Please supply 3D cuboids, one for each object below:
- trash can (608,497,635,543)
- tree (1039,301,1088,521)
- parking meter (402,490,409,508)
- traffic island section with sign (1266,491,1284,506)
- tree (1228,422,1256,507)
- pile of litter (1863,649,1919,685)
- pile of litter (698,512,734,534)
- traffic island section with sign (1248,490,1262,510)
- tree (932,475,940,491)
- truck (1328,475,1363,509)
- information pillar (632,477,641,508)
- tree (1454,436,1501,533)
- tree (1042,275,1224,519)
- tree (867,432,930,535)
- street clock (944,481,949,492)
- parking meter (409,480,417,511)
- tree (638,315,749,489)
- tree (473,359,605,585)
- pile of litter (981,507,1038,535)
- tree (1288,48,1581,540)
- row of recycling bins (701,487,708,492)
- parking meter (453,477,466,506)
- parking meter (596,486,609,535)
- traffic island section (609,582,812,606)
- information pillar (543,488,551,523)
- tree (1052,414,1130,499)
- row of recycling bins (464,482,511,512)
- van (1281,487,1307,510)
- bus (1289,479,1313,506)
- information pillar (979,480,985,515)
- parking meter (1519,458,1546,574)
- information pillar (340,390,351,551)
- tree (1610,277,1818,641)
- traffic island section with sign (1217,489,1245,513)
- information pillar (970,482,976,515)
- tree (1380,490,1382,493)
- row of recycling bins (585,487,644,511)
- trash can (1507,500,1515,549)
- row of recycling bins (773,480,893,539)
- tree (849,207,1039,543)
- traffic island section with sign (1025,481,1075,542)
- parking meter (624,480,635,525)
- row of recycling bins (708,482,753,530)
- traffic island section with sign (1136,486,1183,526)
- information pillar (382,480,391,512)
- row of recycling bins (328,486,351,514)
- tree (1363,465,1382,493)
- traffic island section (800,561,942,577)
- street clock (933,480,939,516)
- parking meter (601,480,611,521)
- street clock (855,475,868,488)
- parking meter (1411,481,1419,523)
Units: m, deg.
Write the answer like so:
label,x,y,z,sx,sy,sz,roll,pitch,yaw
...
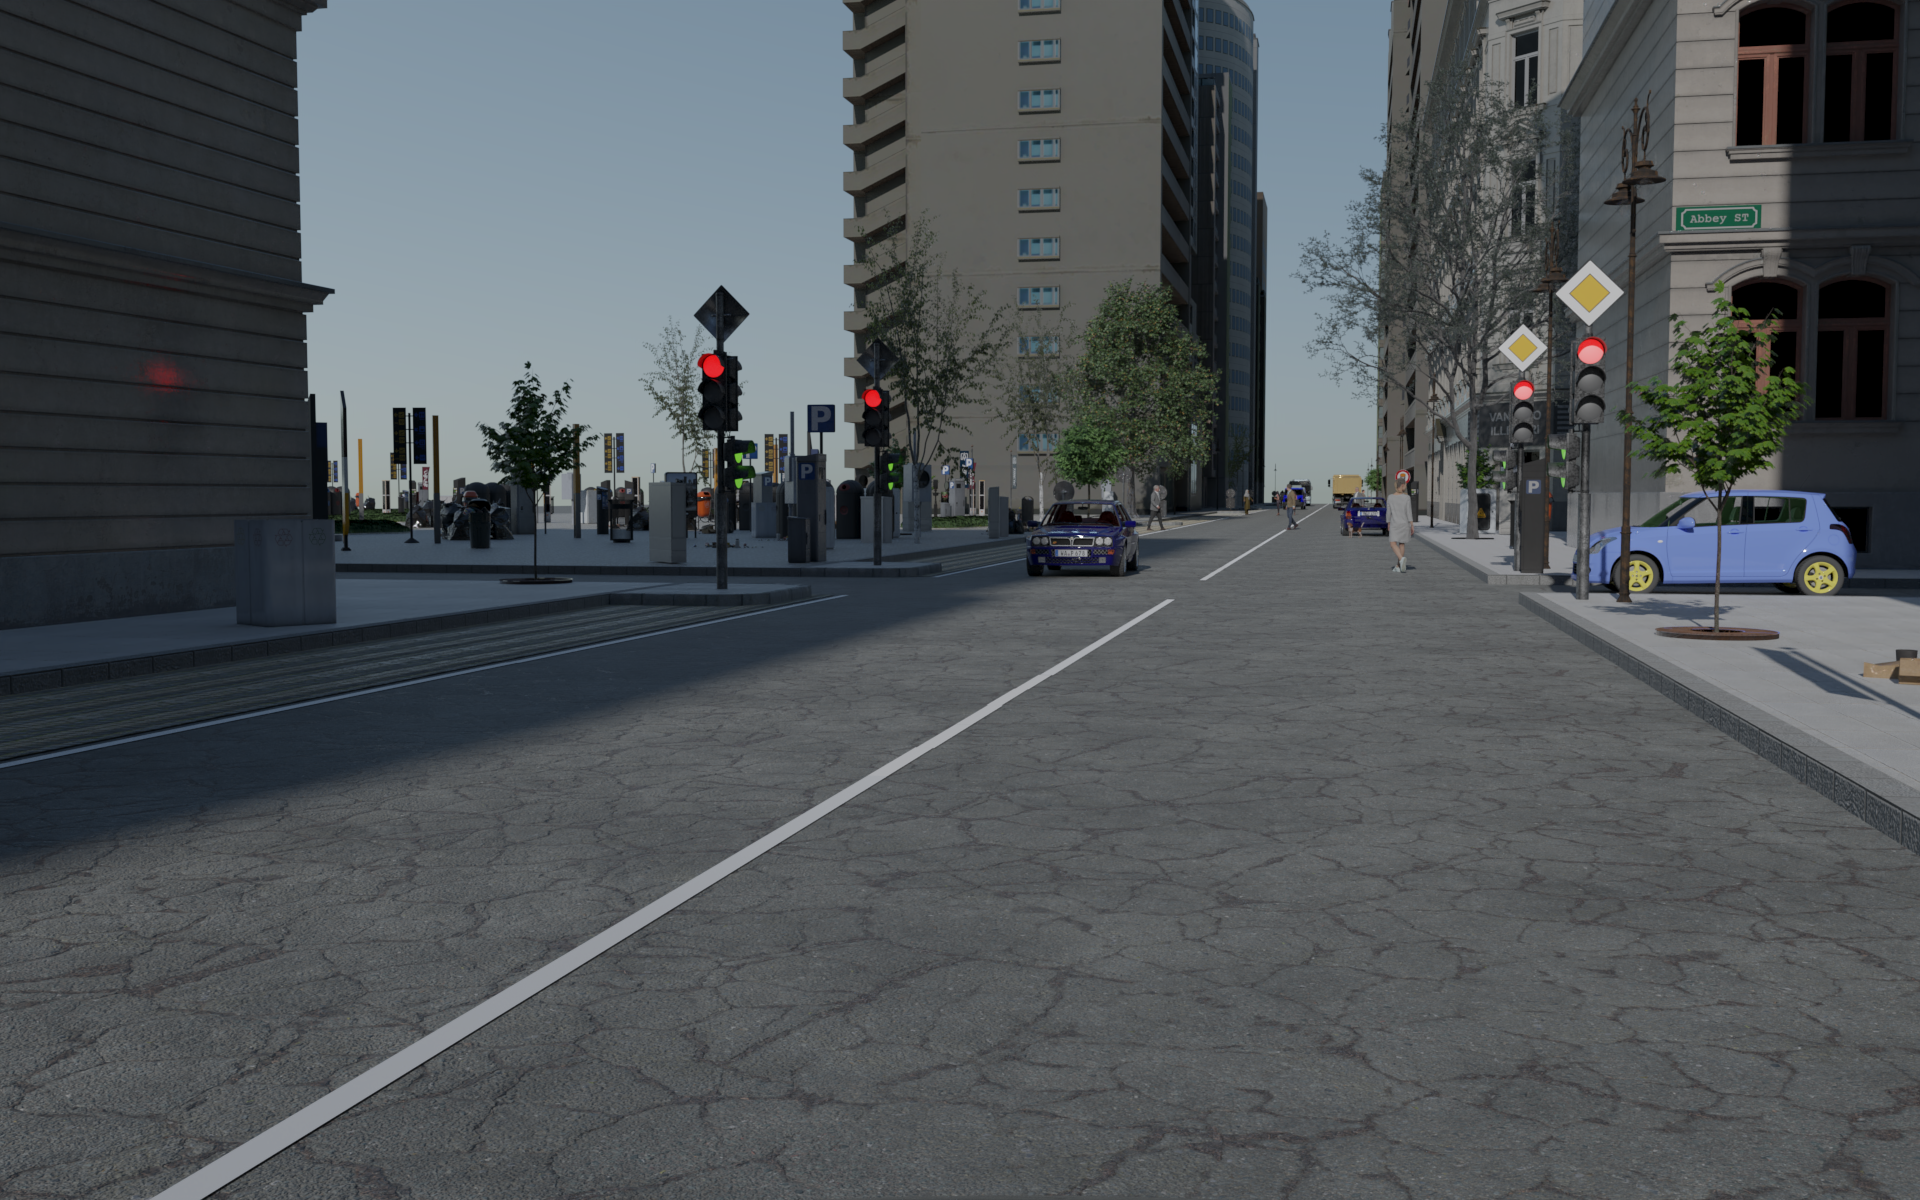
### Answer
label,x,y,z,sx,sy,sz,roll,pitch,yaw
trash can,-8.932,-2.082,45.698,0.748,1.137,0.748,0,3,0
tree,2.809,-6.887,62.957,4.360,8.622,3.978,0,3,0
parking meter,-33.876,-5.959,105.845,0.372,1.533,0.369,0,3,0
traffic island section with sign,38.049,-12.270,209.233,1.989,1.847,2.006,1,4,12
tree,27.677,-13.717,174.635,4.737,8.622,4.395,0,3,0
pile of litter,6.869,0.144,11.613,1.176,0.858,1.719,0,4,-2
pile of litter,-7.996,-2.593,56.354,1.176,0.858,1.719,2,4,30
traffic island section with sign,26.051,-8.968,155.256,1.989,1.847,2.006,1,4,12
tree,-2.149,-6.042,93.386,1.663,3.219,1.824,0,3,0
truck,38.042,-10.679,170.527,3.469,3.379,9.791,1,4,11
information pillar,-13.746,-4.222,73.520,0.304,2.012,0.304,0,4,7
tree,17.238,-3.846,57.488,1.663,3.219,1.824,0,3,0
tree,9.060,-10.626,90.735,9.611,12.733,9.660,0,3,0
tree,-2.153,-3.652,54.304,1.663,3.219,1.824,0,3,0
street clock,-0.691,-5.775,98.999,0.358,2.002,0.471,-2,4,-31
parking meter,-23.062,-4.116,73.004,0.255,1.863,0.399,-2,4,-28
tree,-11.205,-7.444,72.076,4.360,8.622,3.978,0,3,0
tree,-6.261,-1.861,25.026,1.663,3.219,1.824,0,3,0
pile of litter,1.362,-2.532,55.357,1.719,0.858,1.176,-2,4,-32
tree,14.406,-8.464,48.763,12.009,13.543,11.850,0,3,0
row of recycling bins,-14.376,-5.919,103.884,1.069,1.692,3.534,1,4,23
parking meter,-17.491,-3.354,60.542,0.255,1.863,0.399,3,4,37
parking meter,-11.365,-2.854,55.069,0.372,1.533,0.369,0,3,0
traffic island section,-3.239,-0.072,23.457,2.009,0.180,2.903,1,4,12
information pillar,-18.632,-4.504,78.133,0.304,2.012,0.304,-1,4,-17
tree,5.294,-5.348,71.157,4.285,4.588,4.351,0,3,0
row of recycling bins,-15.975,-3.242,60.120,1.069,1.692,3.534,1,4,16
van,30.956,-9.530,160.203,2.240,2.365,5.245,1,4,14
bus,40.768,-13.006,207.504,2.948,3.499,13.247,1,4,12
information pillar,1.189,-5.412,92.975,0.304,2.012,0.304,0,4,5
parking meter,9.265,-1.367,28.066,0.399,1.863,0.255,1,4,16
information pillar,-13.870,-2.917,39.044,0.183,3.616,0.504,-2,4,-26
tree,6.711,-1.285,15.608,1.663,3.219,1.824,0,3,0
traffic island section with sign,20.195,-7.354,128.861,1.989,1.847,2.006,1,4,12
information pillar,0.754,-5.999,102.576,0.304,2.012,0.304,2,4,33
tree,47.257,-12.130,192.924,1.663,3.219,1.824,0,3,0
row of recycling bins,-19.877,-5.640,99.330,3.534,1.692,1.069,-2,4,-31
trash can,13.112,-1.751,40.283,0.748,1.137,0.748,0,3,0
row of recycling bins,-3.606,-2.604,49.685,3.534,1.692,1.069,1,4,14
tree,-0.966,-5.764,44.599,4.360,8.622,3.978,0,3,0
traffic island section with sign,3.097,-2.649,51.946,1.989,1.847,2.006,1,4,12
parking meter,-13.749,-4.061,72.115,0.399,1.863,0.255,0,4,-4
row of recycling bins,-6.972,-3.321,61.411,3.534,1.692,1.069,0,4,3
traffic island section with sign,9.172,-4.321,79.279,1.989,1.847,2.006,1,4,12
information pillar,-30.531,-5.363,92.176,0.304,2.012,0.304,2,4,35
row of recycling bins,-32.423,-4.990,88.704,1.069,1.692,3.534,1,4,10
tree,45.661,-12.589,189.540,4.285,4.588,4.351,0,3,0
traffic island section,-1.507,-0.549,31.253,2.009,0.180,2.903,1,4,12
street clock,-1.216,-5.004,86.393,0.358,2.002,0.471,0,4,2
parking meter,-14.637,-4.027,71.552,0.399,1.863,0.255,3,4,37
street clock,-3.676,-3.677,64.691,0.471,2.002,0.358,-3,5,-44
parking meter,20.532,-4.434,78.203,0.255,1.863,0.399,2,4,34
